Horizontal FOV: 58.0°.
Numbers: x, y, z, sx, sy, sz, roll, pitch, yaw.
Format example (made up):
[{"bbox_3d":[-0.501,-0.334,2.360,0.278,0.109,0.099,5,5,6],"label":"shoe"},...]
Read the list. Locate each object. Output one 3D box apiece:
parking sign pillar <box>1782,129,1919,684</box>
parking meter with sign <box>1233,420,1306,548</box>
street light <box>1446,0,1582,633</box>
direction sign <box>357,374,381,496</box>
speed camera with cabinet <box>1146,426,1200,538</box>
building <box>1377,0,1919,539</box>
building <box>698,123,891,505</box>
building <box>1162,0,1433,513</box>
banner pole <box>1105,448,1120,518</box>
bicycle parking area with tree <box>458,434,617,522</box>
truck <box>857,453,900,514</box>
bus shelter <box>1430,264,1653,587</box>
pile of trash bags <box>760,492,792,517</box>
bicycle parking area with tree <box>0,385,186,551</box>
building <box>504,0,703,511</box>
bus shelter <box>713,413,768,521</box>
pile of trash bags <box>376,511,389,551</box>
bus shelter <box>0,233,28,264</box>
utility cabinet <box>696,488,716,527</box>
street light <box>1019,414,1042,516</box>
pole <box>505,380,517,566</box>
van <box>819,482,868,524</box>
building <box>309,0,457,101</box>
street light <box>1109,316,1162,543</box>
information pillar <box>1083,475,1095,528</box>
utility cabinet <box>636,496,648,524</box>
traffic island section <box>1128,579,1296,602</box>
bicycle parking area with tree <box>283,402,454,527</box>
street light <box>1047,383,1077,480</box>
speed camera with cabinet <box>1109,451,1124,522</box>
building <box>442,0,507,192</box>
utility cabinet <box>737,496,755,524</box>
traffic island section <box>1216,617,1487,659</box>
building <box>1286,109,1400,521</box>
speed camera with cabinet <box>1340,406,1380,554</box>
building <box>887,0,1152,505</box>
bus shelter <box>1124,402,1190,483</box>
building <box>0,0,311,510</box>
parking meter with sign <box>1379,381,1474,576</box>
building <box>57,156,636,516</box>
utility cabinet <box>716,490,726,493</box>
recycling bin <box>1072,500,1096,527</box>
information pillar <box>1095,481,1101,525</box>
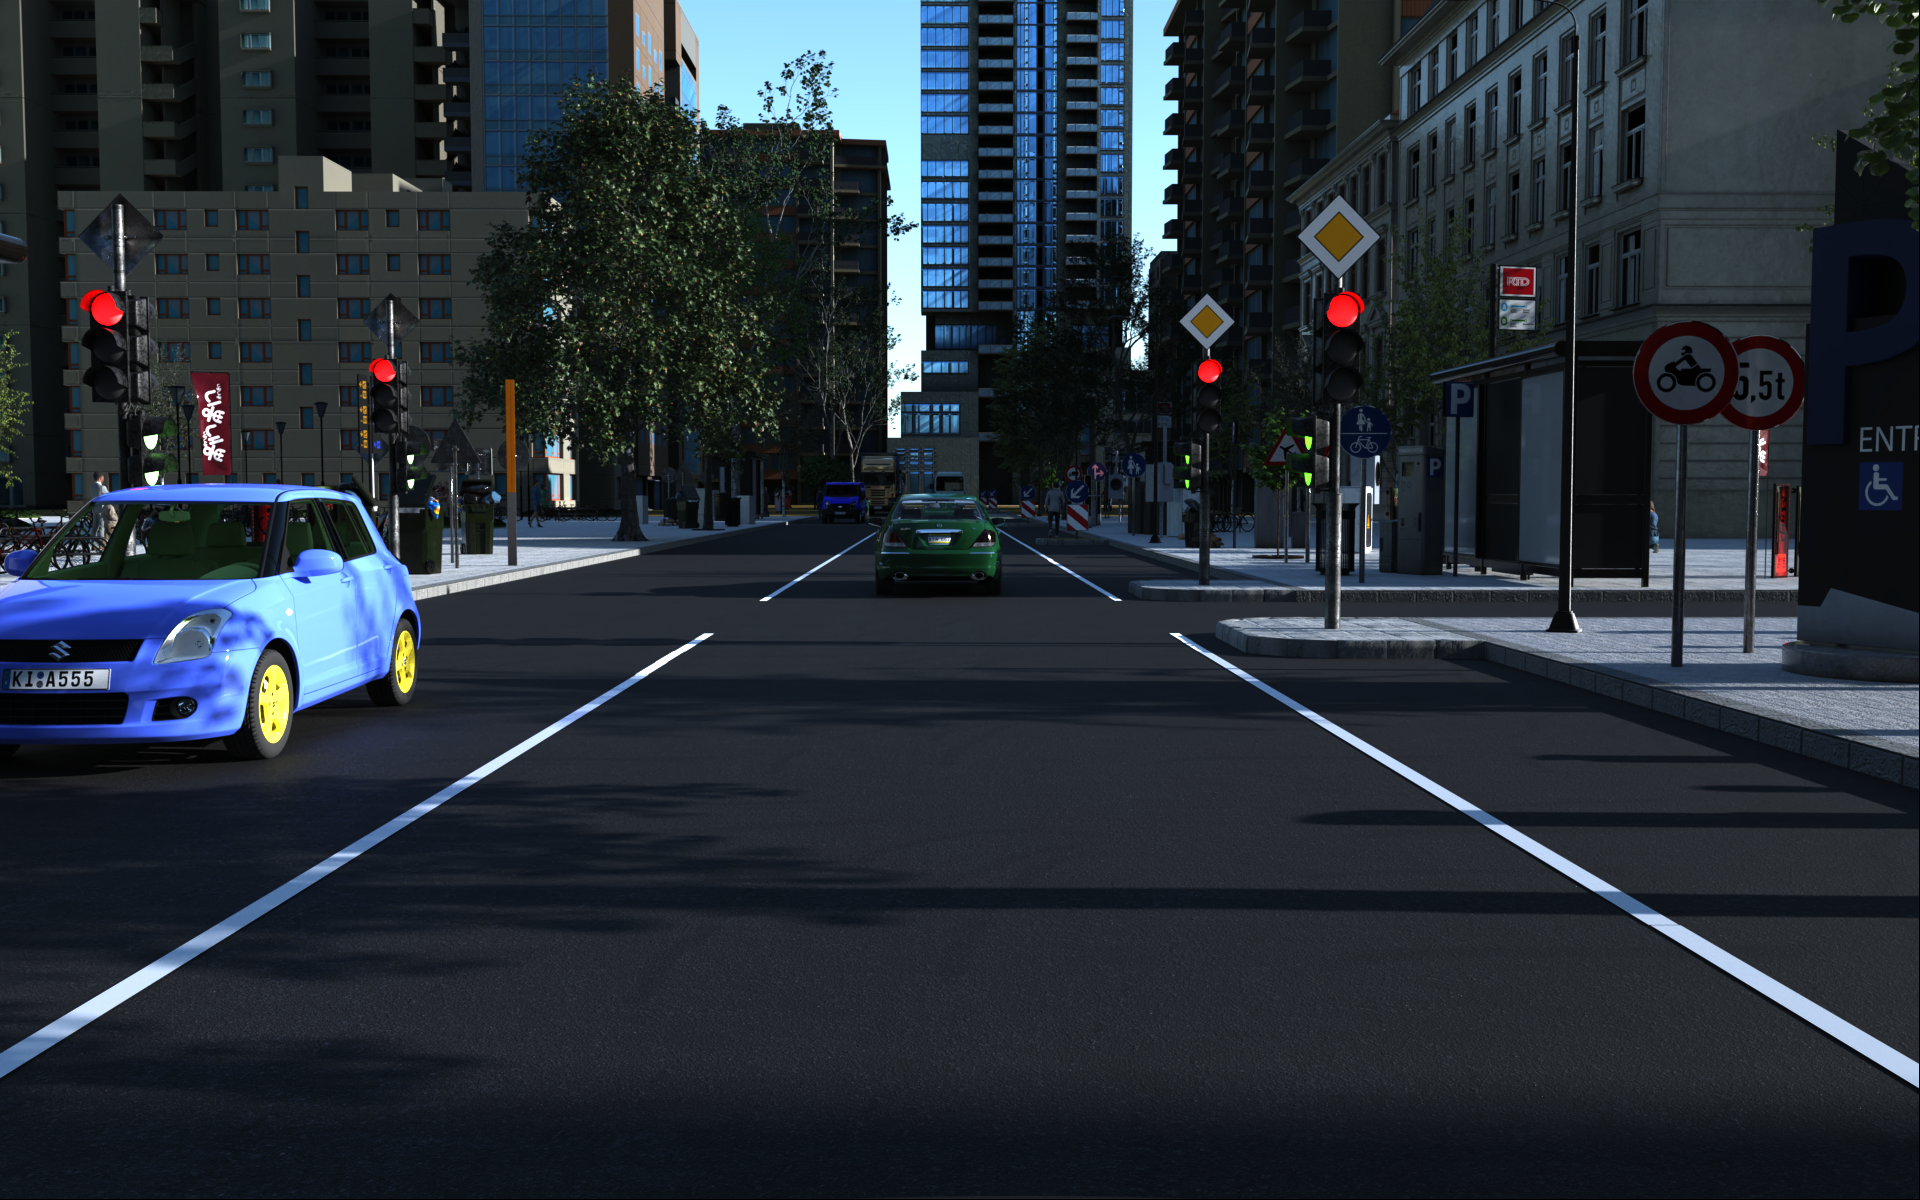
[{"bbox_3d":[6.684,-1.457,12.286,1.447,3.967,1.447,-2,4,-25],"label":"parking sign pillar"},{"bbox_3d":[7.338,-2.735,40.982,1.738,3.016,0.543,0,4,4],"label":"parking meter with sign"},{"bbox_3d":[5.096,-2.657,15.988,1.470,5.913,1.316,0,4,-1],"label":"street light"},{"bbox_3d":[-11.277,-2.516,33.128,0.379,3.537,0.876,0,4,7],"label":"direction sign"},{"bbox_3d":[6.295,-3.474,51.138,0.660,3.252,2.038,3,5,42],"label":"speed camera with cabinet"},{"bbox_3d":[26.958,-14.074,63.388,16.112,22.955,30.059,0,4,-1],"label":"building"},{"bbox_3d":[-22.887,-33.811,207.430,28.867,44.769,22.147,0,4,-1],"label":"building"},{"bbox_3d":[28.949,-30.119,147.076,22.147,44.769,28.867,0,4,-1],"label":"building"},{"bbox_3d":[8.352,-6.396,94.586,0.863,3.779,0.401,1,4,9],"label":"banner pole"},{"bbox_3d":[-20.755,-5.883,83.194,9.016,4.147,8.231,0,4,-5],"label":"bicycle parking area with tree"},{"bbox_3d":[-5.499,-7.986,119.490,2.839,4.237,11.283,0,4,-1],"label":"truck"},{"bbox_3d":[9.108,-3.079,27.969,2.179,5.291,8.768,0,4,-1],"label":"bus shelter"},{"bbox_3d":[-11.244,-5.399,98.026,3.447,1.369,1.912,-1,4,-11],"label":"pile of trash bags"},{"bbox_3d":[-23.159,-3.557,45.164,8.231,4.147,9.016,0,4,-8],"label":"bicycle parking area with tree"},{"bbox_3d":[-31.225,-30.863,154.716,14.200,45.320,14.600,0,4,-1],"label":"building"},{"bbox_3d":[-11.068,-6.646,86.300,2.179,5.291,8.768,0,4,-1],"label":"bus shelter"},{"bbox_3d":[-12.729,-1.667,37.001,1.912,1.369,3.447,-2,4,-29],"label":"pile of trash bags"},{"bbox_3d":[-8.631,-1.964,9.737,2.179,5.291,8.768,0,4,0],"label":"bus shelter"},{"bbox_3d":[-10.125,-3.593,67.416,1.173,1.500,0.318,3,5,41],"label":"utility cabinet"},{"bbox_3d":[4.021,-7.768,99.540,1.470,5.913,1.316,0,4,-1],"label":"street light"},{"bbox_3d":[-8.029,-2.272,30.985,0.158,3.312,0.155,0,3,0],"label":"pole"},{"bbox_3d":[-5.709,-4.967,85.598,2.240,2.365,5.245,0,4,1],"label":"van"},{"bbox_3d":[-49.073,-32.202,150.210,21.600,48.544,21.300,0,4,-1],"label":"building"},{"bbox_3d":[4.579,-4.447,45.248,1.470,5.913,1.316,0,4,-1],"label":"street light"},{"bbox_3d":[4.824,-3.739,65.620,0.304,2.012,0.304,-1,4,-8],"label":"information pillar"},{"bbox_3d":[-13.754,-3.854,74.169,1.020,1.237,0.306,3,5,44],"label":"utility cabinet"},{"bbox_3d":[3.476,-0.135,24.496,2.009,0.180,2.903,0,4,-1],"label":"traffic island section"},{"bbox_3d":[-22.423,-4.143,54.747,8.231,4.147,9.016,2,4,33],"label":"bicycle parking area with tree"},{"bbox_3d":[4.331,-6.111,72.464,1.470,5.913,1.316,0,4,-1],"label":"street light"},{"bbox_3d":[6.481,-5.202,79.386,2.038,3.252,0.660,1,4,10],"label":"speed camera with cabinet"},{"bbox_3d":[-30.868,-29.626,134.499,14.600,45.320,14.200,0,4,-1],"label":"building"},{"bbox_3d":[-9.073,-3.811,73.477,0.306,1.237,1.020,-3,5,-39],"label":"utility cabinet"},{"bbox_3d":[3.571,0.353,16.511,2.009,0.180,2.903,0,4,-1],"label":"traffic island section"},{"bbox_3d":[24.530,-15.460,88.929,11.583,22.565,21.152,0,4,-1],"label":"building"},{"bbox_3d":[8.836,-2.683,38.203,0.660,3.252,2.038,1,4,22],"label":"speed camera with cabinet"},{"bbox_3d":[7.046,-54.662,206.390,31.000,86.520,22.319,0,4,-1],"label":"building"},{"bbox_3d":[8.154,-5.817,72.747,2.179,5.291,8.768,0,4,-1],"label":"bus shelter"},{"bbox_3d":[-70.901,-32.188,149.968,21.600,48.544,21.300,0,4,-1],"label":"building"},{"bbox_3d":[7.372,-1.920,27.649,0.543,3.016,1.738,-2,4,-25],"label":"parking meter with sign"},{"bbox_3d":[-37.729,-16.428,113.633,27.650,21.520,28.899,0,4,-1],"label":"building"},{"bbox_3d":[-13.550,-5.357,96.262,1.173,1.500,0.318,-2,4,-34],"label":"utility cabinet"},{"bbox_3d":[4.889,-3.420,68.467,0.722,1.027,0.722,2,4,33],"label":"recycling bin"},{"bbox_3d":[5.621,-4.089,71.353,0.304,2.012,0.304,0,4,-7],"label":"information pillar"}]
